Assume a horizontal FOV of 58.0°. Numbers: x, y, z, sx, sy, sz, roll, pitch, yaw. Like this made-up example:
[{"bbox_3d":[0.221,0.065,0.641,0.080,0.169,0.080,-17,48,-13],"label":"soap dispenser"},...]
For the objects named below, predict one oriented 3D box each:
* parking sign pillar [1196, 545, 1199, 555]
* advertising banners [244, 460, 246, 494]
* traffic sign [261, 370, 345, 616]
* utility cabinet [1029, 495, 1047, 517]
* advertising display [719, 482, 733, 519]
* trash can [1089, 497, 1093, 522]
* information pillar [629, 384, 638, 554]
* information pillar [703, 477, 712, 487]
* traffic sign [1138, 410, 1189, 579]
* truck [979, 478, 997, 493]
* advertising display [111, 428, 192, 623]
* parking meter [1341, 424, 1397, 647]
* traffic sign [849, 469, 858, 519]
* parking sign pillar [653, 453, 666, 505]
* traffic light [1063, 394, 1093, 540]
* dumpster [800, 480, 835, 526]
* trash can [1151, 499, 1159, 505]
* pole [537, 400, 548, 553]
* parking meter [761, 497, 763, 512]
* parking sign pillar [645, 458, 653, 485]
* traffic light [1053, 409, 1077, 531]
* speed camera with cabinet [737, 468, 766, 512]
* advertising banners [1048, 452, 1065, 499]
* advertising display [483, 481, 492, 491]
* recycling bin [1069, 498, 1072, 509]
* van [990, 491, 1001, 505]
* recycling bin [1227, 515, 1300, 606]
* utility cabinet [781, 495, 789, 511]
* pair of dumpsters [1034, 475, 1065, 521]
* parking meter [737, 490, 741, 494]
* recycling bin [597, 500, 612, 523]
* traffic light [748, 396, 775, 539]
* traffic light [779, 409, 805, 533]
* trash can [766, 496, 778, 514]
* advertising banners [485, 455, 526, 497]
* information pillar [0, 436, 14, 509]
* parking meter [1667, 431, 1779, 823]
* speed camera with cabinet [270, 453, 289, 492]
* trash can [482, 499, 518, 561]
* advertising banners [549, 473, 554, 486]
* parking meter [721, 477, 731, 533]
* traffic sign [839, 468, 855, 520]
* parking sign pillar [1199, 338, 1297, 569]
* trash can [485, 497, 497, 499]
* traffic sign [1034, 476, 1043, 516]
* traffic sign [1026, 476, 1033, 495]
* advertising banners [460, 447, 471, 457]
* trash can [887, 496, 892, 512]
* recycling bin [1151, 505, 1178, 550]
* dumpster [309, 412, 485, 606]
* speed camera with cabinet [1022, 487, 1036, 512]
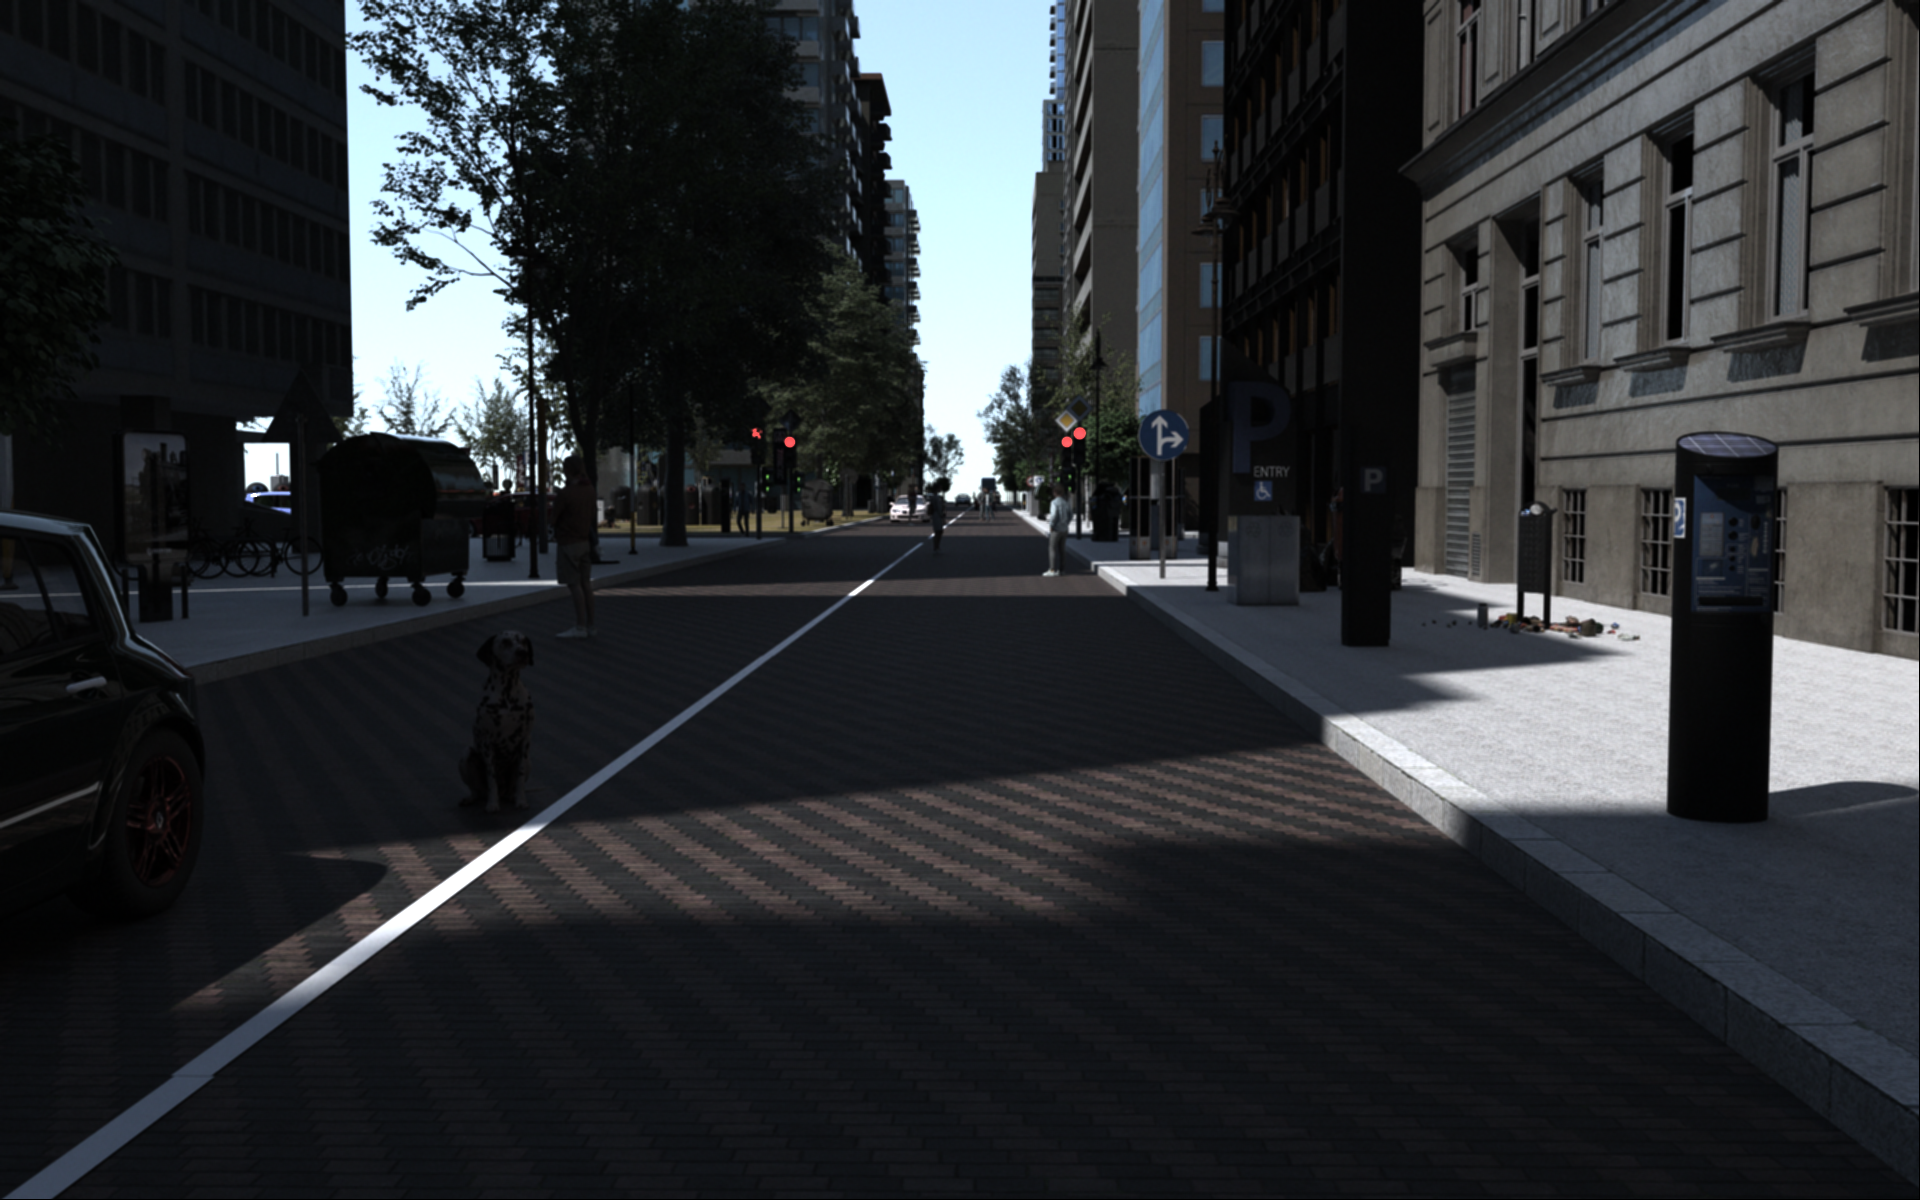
[{"bbox_3d":[5.759,-2.952,36.743,1.447,3.967,1.447,2,4,26],"label":"parking sign pillar"},{"bbox_3d":[-35.832,-5.627,88.186,2.074,3.025,0.090,-1,4,-21],"label":"advertising banners"},{"bbox_3d":[-6.890,-1.111,18.164,0.884,2.594,0.081,0,4,2],"label":"traffic sign"},{"bbox_3d":[4.469,-5.357,98.750,1.020,1.237,0.306,-1,4,-21],"label":"utility cabinet"},{"bbox_3d":[-12.214,-5.210,90.400,0.974,1.923,0.123,3,5,40],"label":"advertising display"},{"bbox_3d":[6.259,-4.115,78.930,0.748,1.137,0.748,0,3,0],"label":"trash can"},{"bbox_3d":[-6.998,-2.791,36.980,0.183,3.616,0.504,-1,4,-9],"label":"information pillar"},{"bbox_3d":[-11.186,-4.420,76.756,0.304,2.012,0.304,3,4,38],"label":"information pillar"},{"bbox_3d":[3.080,-1.599,26.251,0.768,2.556,0.104,0,4,3],"label":"traffic sign"},{"bbox_3d":[4.762,-17.646,278.264,2.967,4.110,18.799,0,4,-1],"label":"truck"},{"bbox_3d":[-8.094,-0.744,17.385,0.123,1.923,0.974,1,4,14],"label":"advertising display"},{"bbox_3d":[3.452,-0.545,14.628,0.399,1.863,0.255,0,4,-6],"label":"parking meter"},{"bbox_3d":[-5.599,-5.420,88.726,0.768,2.556,0.104,0,4,8],"label":"traffic sign"},{"bbox_3d":[-14.733,-6.106,88.307,1.447,3.967,1.447,-1,4,-14],"label":"parking sign pillar"},{"bbox_3d":[3.336,-3.662,48.800,0.839,4.253,0.868,0,4,1],"label":"traffic light"},{"bbox_3d":[-5.739,-3.904,69.583,1.264,1.857,1.865,0,4,1],"label":"dumpster"},{"bbox_3d":[5.183,-2.234,48.172,0.748,1.137,0.748,0,3,0],"label":"trash can"},{"bbox_3d":[-9.033,-2.668,37.457,0.158,3.312,0.155,0,3,0],"label":"pole"},{"bbox_3d":[-14.537,-7.346,125.820,0.255,1.863,0.399,2,4,30],"label":"parking meter"},{"bbox_3d":[-22.490,-8.486,127.215,1.447,3.967,1.447,-3,5,-44],"label":"parking sign pillar"},{"bbox_3d":[3.473,-4.151,56.784,0.839,4.253,0.868,0,4,1],"label":"traffic light"},{"bbox_3d":[-15.035,-7.981,124.824,2.038,3.252,0.660,1,4,8],"label":"speed camera with cabinet"},{"bbox_3d":[4.132,-4.712,73.221,0.090,3.025,2.074,2,4,27],"label":"advertising banners"},{"bbox_3d":[-23.712,-4.953,86.189,0.123,1.923,0.974,3,5,40],"label":"advertising display"},{"bbox_3d":[7.102,-6.248,114.712,0.722,1.027,0.722,2,4,30],"label":"recycling bin"},{"bbox_3d":[4.633,-13.914,234.509,2.013,2.044,4.112,0,4,-1],"label":"van"},{"bbox_3d":[3.538,-0.469,20.224,0.722,1.027,0.722,0,4,-1],"label":"recycling bin"},{"bbox_3d":[-12.881,-7.143,127.947,0.306,1.237,1.020,1,4,20],"label":"utility cabinet"},{"bbox_3d":[4.465,-5.018,84.537,1.574,2.255,4.437,0,4,1],"label":"pair of dumpsters"},{"bbox_3d":[-14.329,-6.396,112.986,0.372,1.533,0.369,0,3,0],"label":"parking meter"},{"bbox_3d":[-14.208,-3.417,68.417,0.722,1.027,0.722,1,4,16],"label":"recycling bin"},{"bbox_3d":[-5.674,-3.671,48.938,0.839,4.253,0.868,0,4,1],"label":"traffic light"},{"bbox_3d":[-5.538,-4.159,56.921,0.839,4.253,0.868,0,4,1],"label":"traffic light"},{"bbox_3d":[-12.384,-6.266,114.096,0.748,1.137,0.748,0,3,0],"label":"trash can"},{"bbox_3d":[-20.152,-4.922,76.661,2.074,3.025,0.090,-1,4,-17],"label":"advertising banners"},{"bbox_3d":[-12.807,-1.950,23.240,0.183,3.616,0.504,-1,4,-20],"label":"information pillar"},{"bbox_3d":[3.029,0.093,6.883,0.372,1.533,0.369,0,3,0],"label":"parking meter"},{"bbox_3d":[-31.911,-5.417,82.910,2.038,3.252,0.660,0,4,7],"label":"speed camera with cabinet"},{"bbox_3d":[-8.831,-1.315,33.156,0.748,1.137,0.748,0,3,0],"label":"trash can"},{"bbox_3d":[-28.738,-7.536,119.405,0.090,3.025,2.074,3,4,36],"label":"advertising banners"},{"bbox_3d":[-7.790,-3.173,57.596,0.255,1.863,0.399,0,4,3],"label":"parking meter"},{"bbox_3d":[-5.541,-5.182,84.834,0.768,2.556,0.104,0,4,8],"label":"traffic sign"},{"bbox_3d":[5.183,-2.548,30.133,1.447,3.967,1.447,-1,4,-17],"label":"parking sign pillar"},{"bbox_3d":[-20.323,-3.847,74.544,0.748,1.137,0.748,0,3,0],"label":"trash can"},{"bbox_3d":[4.436,-5.818,97.258,0.606,2.300,0.079,1,4,10],"label":"traffic sign"},{"bbox_3d":[4.996,-7.370,120.597,0.768,2.556,0.104,1,4,11],"label":"traffic sign"},{"bbox_3d":[-18.807,-4.133,63.763,0.090,3.025,2.074,3,4,36],"label":"advertising banners"},{"bbox_3d":[-5.179,-6.838,123.456,0.748,1.137,0.748,0,3,0],"label":"trash can"},{"bbox_3d":[4.560,-1.667,39.816,0.722,1.027,0.722,2,4,28],"label":"recycling bin"},{"bbox_3d":[-6.641,-1.102,20.510,1.502,2.255,1.985,0,4,1],"label":"dumpster"},{"bbox_3d":[5.121,-7.987,124.919,0.660,3.252,2.038,-1,4,-21],"label":"speed camera with cabinet"}]
